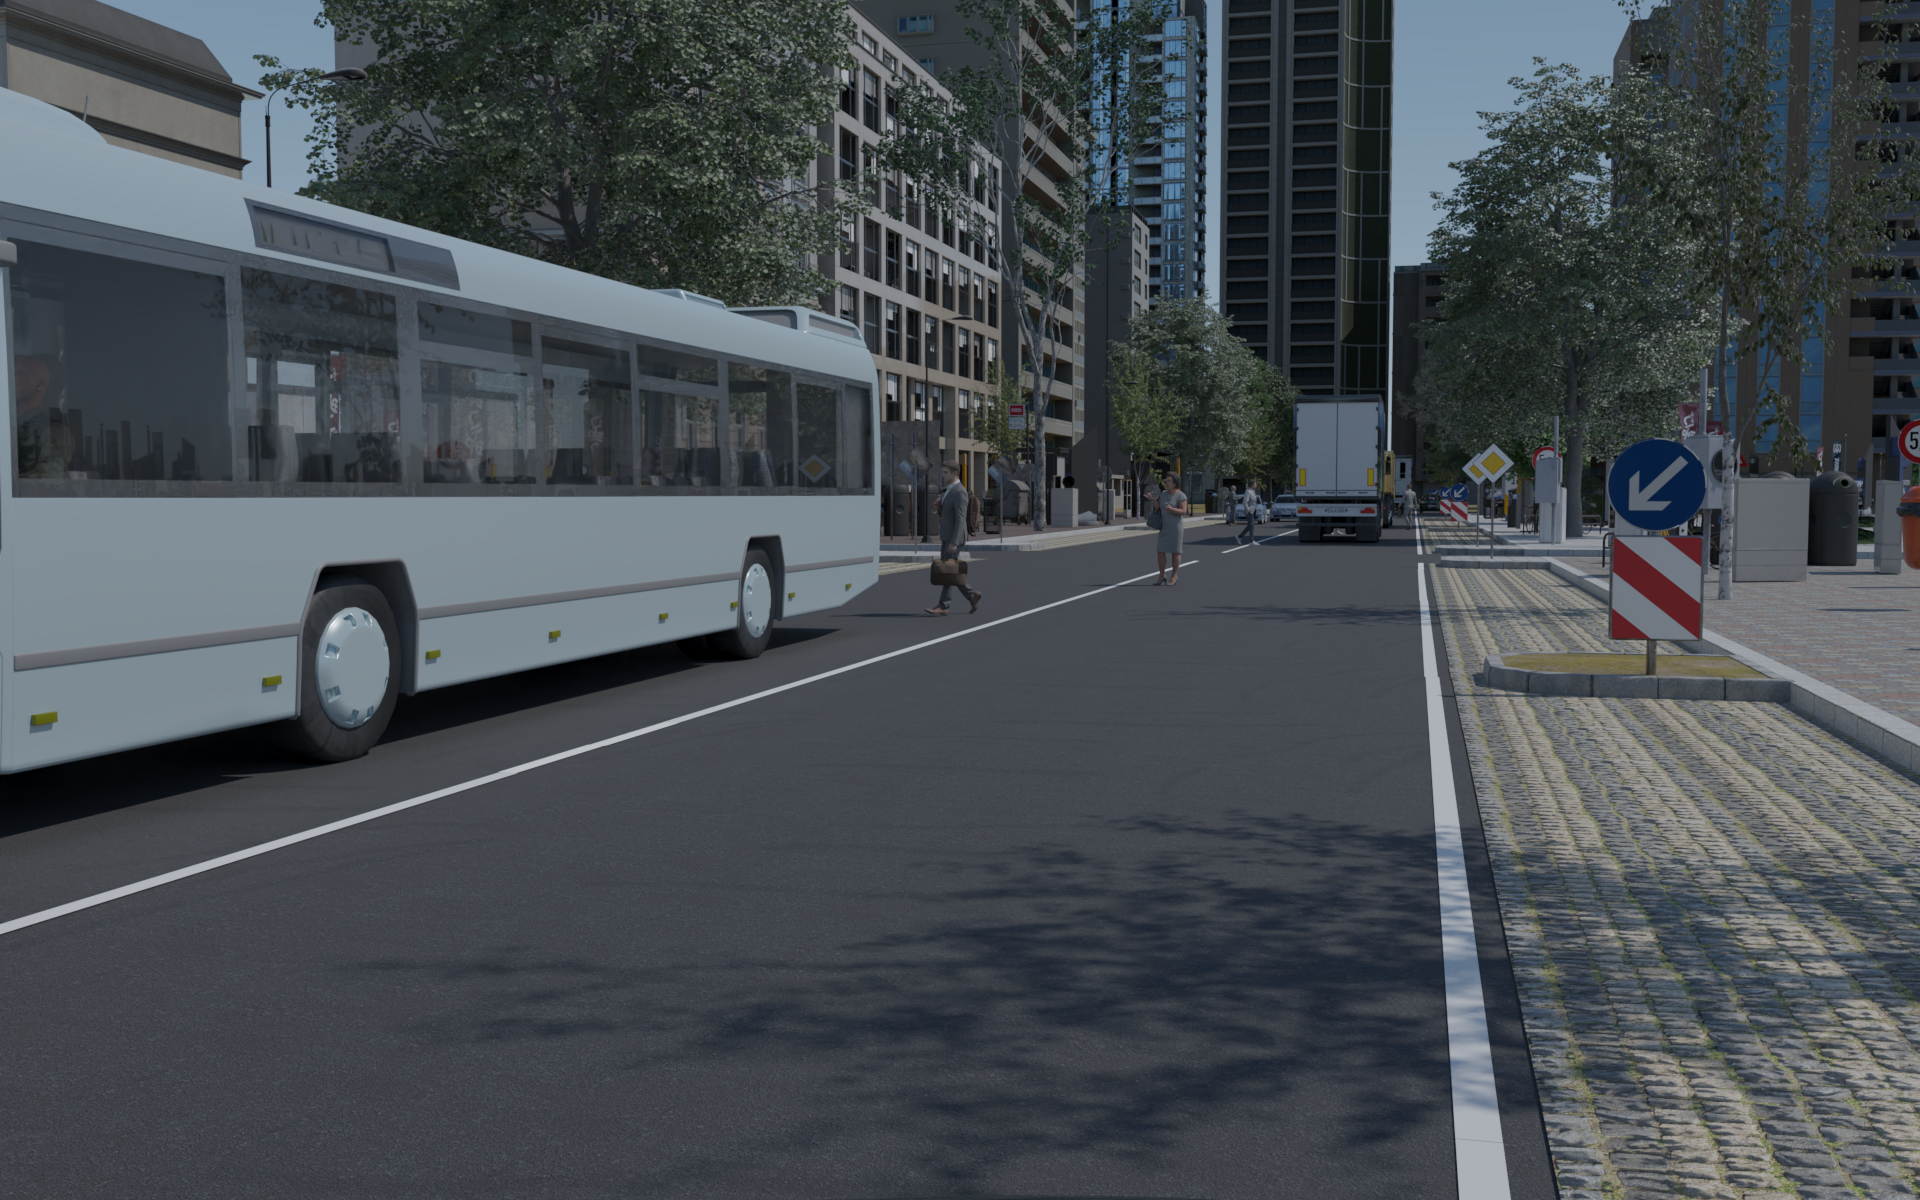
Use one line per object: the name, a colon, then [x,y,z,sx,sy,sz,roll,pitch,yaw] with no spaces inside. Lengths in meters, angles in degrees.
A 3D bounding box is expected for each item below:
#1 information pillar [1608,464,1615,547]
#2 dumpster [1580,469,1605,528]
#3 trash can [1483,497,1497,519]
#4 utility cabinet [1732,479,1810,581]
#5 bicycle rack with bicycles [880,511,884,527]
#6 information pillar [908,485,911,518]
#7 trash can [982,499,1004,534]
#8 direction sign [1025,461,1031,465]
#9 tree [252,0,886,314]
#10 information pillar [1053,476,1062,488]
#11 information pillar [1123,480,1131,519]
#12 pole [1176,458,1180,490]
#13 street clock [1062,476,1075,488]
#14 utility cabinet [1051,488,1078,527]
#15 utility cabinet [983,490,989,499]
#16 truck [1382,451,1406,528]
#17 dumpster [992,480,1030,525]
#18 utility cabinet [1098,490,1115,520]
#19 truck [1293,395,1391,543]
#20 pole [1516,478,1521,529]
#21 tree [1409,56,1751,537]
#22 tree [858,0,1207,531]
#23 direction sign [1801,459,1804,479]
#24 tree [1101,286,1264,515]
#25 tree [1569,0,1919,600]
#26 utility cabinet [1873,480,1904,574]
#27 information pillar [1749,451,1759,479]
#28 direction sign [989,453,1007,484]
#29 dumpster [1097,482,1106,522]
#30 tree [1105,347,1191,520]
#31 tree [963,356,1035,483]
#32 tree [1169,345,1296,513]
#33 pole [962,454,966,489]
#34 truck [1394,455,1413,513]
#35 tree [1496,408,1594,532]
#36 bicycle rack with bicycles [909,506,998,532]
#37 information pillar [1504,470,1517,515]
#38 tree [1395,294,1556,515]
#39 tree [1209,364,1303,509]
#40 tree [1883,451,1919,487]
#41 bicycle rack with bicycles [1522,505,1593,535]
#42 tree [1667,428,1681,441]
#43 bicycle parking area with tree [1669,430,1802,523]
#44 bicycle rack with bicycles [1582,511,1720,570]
information pillar: [15.989,-2.301,42.106,0.304,2.012,0.304,-3,4,-36]
dumpster: [24.245,-3.949,67.066,1.502,2.255,1.985,1,4,15]
trash can: [27.257,-4.740,89.155,0.748,1.137,0.748,0,3,0]
utility cabinet: [11.757,-1.015,25.279,1.173,1.500,0.318,-1,4,-12]
bicycle rack with bicycles: [-2.993,-3.242,66.389,2.925,0.926,2.852,1,4,12]
information pillar: [-2.426,-5.595,82.826,0.183,3.616,0.504,0,4,5]
trash can: [1.050,-2.669,55.287,0.748,1.137,0.748,0,3,0]
direction sign: [4.836,-7.767,118.990,0.876,3.537,0.379,3,5,41]
tree: [-6.088,-7.455,28.547,9.857,13.997,8.962,0,3,0]
information pillar: [3.854,-3.931,68.760,0.304,2.012,0.304,0,4,-8]
information pillar: [8.737,-5.256,90.425,0.304,2.012,0.304,-3,4,-36]
pole: [12.405,-6.410,98.649,0.158,3.312,0.155,0,3,0]
street clock: [4.279,-3.900,68.330,0.471,2.002,0.358,0,4,-8]
utility cabinet: [4.017,-3.530,66.387,0.318,1.500,1.173,-3,5,-41]
utility cabinet: [1.980,-5.971,106.311,1.173,1.500,0.318,0,4,-2]
truck: [17.799,-4.927,76.477,3.469,3.379,9.791,1,4,16]
dumpster: [2.090,-4.018,71.450,1.264,1.857,1.865,1,4,15]
utility cabinet: [6.949,-4.636,84.477,1.173,1.500,0.318,1,4,16]
truck: [12.076,-4.015,54.553,2.839,4.237,11.283,1,4,14]
pole: [20.576,-4.275,63.734,0.158,3.312,0.155,0,3,0]
tree: [18.391,-8.848,51.328,9.857,13.997,8.962,0,3,0]
tree: [1.350,-12.433,59.168,12.611,20.169,13.585,0,3,0]
direction sign: [48.175,-6.552,99.121,0.379,3.537,0.876,1,4,21]
tree: [13.595,-12.171,105.649,9.857,13.997,8.962,0,3,0]
tree: [9.496,-4.300,20.667,4.360,8.622,3.978,0,3,0]
utility cabinet: [15.025,-1.182,28.007,0.318,1.500,1.173,1,4,23]
information pillar: [42.630,-6.221,93.068,0.504,3.616,0.183,1,4,11]
direction sign: [2.173,-6.305,95.089,0.876,3.537,0.379,-1,4,-16]
dumpster: [5.943,-4.505,79.415,1.264,1.857,1.865,1,4,14]
tree: [9.009,-8.291,85.927,4.737,8.622,4.395,0,3,0]
tree: [2.427,-8.639,91.611,4.737,8.622,4.395,0,3,0]
tree: [17.756,-11.764,118.098,9.928,11.665,9.643,0,3,0]
pole: [0.222,-5.717,87.317,0.158,3.312,0.155,0,3,0]
truck: [32.993,-8.719,131.463,2.839,4.237,11.283,1,4,14]
tree: [19.723,-4.584,58.667,4.285,4.588,4.351,0,3,0]
bicycle rack with bicycles: [-0.562,-2.798,59.123,2.852,0.926,2.925,-1,4,-16]
information pillar: [21.315,-4.623,66.947,0.504,3.616,0.183,-1,4,-12]
tree: [31.523,-11.879,104.597,12.009,13.543,11.850,0,3,0]
tree: [26.440,-14.274,150.387,9.611,12.733,9.660,0,3,0]
tree: [43.557,-5.762,77.919,4.285,4.588,4.351,0,3,0]
bicycle rack with bicycles: [18.933,-2.546,55.012,2.852,0.926,2.925,3,5,43]
tree: [34.917,-6.208,85.212,4.285,4.588,4.351,0,3,0]
bicycle parking area with tree: [35.053,-5.595,78.478,8.231,4.147,9.016,2,4,25]
bicycle rack with bicycles: [12.382,-1.000,29.730,2.852,0.926,2.925,-1,4,-13]
